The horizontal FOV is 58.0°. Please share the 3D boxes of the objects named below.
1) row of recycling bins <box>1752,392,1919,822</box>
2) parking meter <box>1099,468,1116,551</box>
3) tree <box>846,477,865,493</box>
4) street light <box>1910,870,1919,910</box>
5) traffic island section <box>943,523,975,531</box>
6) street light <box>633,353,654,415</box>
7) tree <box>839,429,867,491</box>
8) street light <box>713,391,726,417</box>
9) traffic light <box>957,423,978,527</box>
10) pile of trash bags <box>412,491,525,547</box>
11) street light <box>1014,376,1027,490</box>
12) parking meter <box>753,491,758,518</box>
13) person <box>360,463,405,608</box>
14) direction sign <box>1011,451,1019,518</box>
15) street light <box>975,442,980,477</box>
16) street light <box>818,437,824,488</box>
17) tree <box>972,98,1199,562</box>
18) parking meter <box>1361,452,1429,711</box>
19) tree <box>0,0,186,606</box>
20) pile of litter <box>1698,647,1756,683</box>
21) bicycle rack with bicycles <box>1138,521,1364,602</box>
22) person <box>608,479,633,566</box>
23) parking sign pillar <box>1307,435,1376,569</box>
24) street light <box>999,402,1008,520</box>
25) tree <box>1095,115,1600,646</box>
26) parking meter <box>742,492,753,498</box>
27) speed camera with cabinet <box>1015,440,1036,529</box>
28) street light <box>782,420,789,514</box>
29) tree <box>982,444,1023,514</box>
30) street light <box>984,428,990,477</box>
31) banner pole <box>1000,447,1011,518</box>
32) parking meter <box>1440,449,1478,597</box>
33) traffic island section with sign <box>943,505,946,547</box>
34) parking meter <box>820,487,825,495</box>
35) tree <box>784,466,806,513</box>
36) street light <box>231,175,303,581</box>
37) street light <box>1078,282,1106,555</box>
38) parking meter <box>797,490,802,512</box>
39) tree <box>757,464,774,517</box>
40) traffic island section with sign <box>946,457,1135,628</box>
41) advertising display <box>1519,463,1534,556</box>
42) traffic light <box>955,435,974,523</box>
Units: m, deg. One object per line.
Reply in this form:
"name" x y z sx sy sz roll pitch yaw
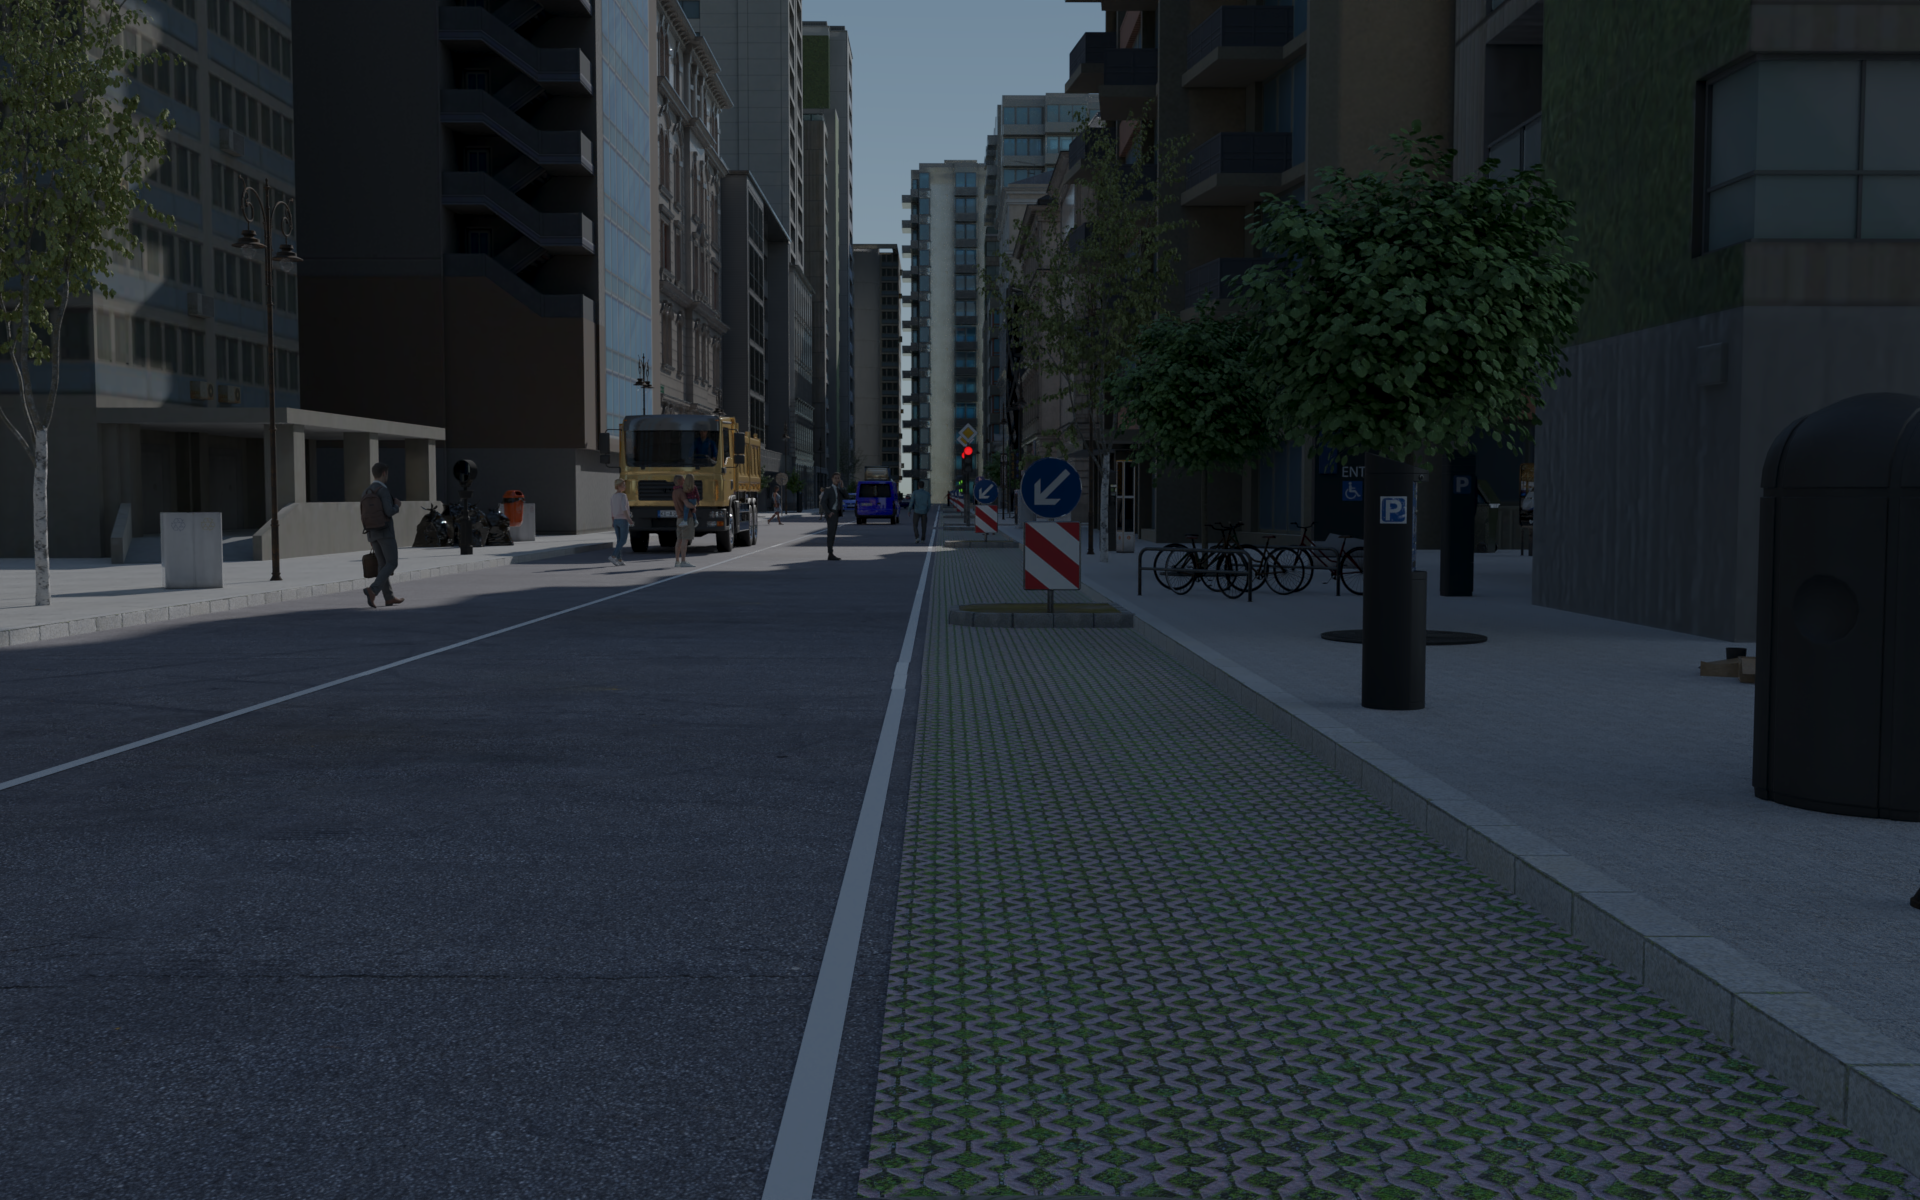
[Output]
"row of recycling bins" 5.119 -0.017 7.388 3.534 1.692 1.069 -1 4 -12
"parking meter" 3.343 -2.029 38.891 0.255 1.863 0.399 -2 4 -35
"tree" -12.037 -12.302 195.738 1.663 3.219 1.824 0 3 0
"street light" 3.047 -1.982 5.189 0.468 5.910 1.993 0 4 -1
"traffic island section" 0.344 -2.828 68.512 2.009 0.180 2.903 0 4 -1
"street light" -10.381 -5.150 56.996 0.468 5.910 1.993 0 4 -1
"tree" -12.459 -14.712 190.904 4.360 8.622 3.978 0 3 0
"street light" -10.619 -6.343 76.499 0.468 5.910 1.993 0 4 -1
"traffic light" 0.304 -4.861 68.398 0.839 4.253 0.868 0 4 -1
"pile of trash bags" -11.951 -2.042 43.141 1.912 1.369 3.447 1 4 20
"street light" 2.382 -5.827 68.055 0.468 5.910 1.993 0 4 -1
"parking meter" -10.735 -5.006 90.251 0.372 1.533 0.369 0 3 0
"person" -7.380 -0.828 22.007 0.622 1.834 0.822 2 4 27
"direction sign" 2.895 -6.059 91.067 0.379 3.537 0.876 -2 4 -25
"street light" 1.546 -10.881 150.696 0.468 5.910 1.993 0 4 -1
"street light" -11.295 -10.251 140.384 0.468 5.910 1.993 0 4 -1
"tree" 2.607 -5.028 32.576 4.737 8.622 4.395 0 3 0
"parking meter" 2.611 -0.121 10.396 0.372 1.533 0.369 0 3 0
"tree" -10.766 -4.251 19.866 4.737 8.622 4.395 0 3 0
"pile of litter" 5.841 0.132 11.800 1.176 0.858 1.719 -1 4 -12
"bicycle rack with bicycles" 3.508 -0.529 22.034 2.852 0.926 2.925 -3 5 -41
"person" -6.788 -1.548 34.477 0.731 1.740 0.598 2 4 31
"parking sign pillar" 6.846 -2.561 30.338 1.447 3.967 1.447 0 4 4
"street light" 2.177 -6.974 86.821 0.468 5.910 1.993 0 4 -1
"tree" 3.862 -1.923 15.161 4.285 4.588 4.351 0 3 0
"parking meter" -10.491 -4.685 85.014 0.372 1.533 0.369 0 3 0
"speed camera with cabinet" 2.459 -4.275 64.238 0.660 3.252 2.038 0 4 -8
"street light" -10.932 -8.315 108.736 0.468 5.910 1.993 0 4 -1
"tree" 3.097 -7.921 113.225 4.285 4.588 4.351 0 3 0
"street light" 1.857 -8.946 119.047 0.468 5.910 1.993 0 4 -1
"banner pole" 2.473 -6.268 92.493 0.863 3.779 0.401 3 4 36
"parking meter" 6.257 -0.979 21.725 0.399 1.863 0.255 0 4 -5
"traffic island section with sign" 0.576 -2.328 46.697 1.989 1.847 2.006 0 4 -1
"parking meter" -10.932 -8.081 137.840 0.255 1.863 0.399 1 4 14
"tree" -11.334 -7.641 119.533 1.663 3.219 1.824 0 3 0
"street light" -10.145 -3.225 25.518 0.468 5.910 1.993 0 4 -1
"street light" 2.777 -3.904 36.623 0.468 5.910 1.993 0 4 -1
"parking meter" -11.527 -7.255 124.333 0.255 1.863 0.399 2 4 35
"tree" -11.324 -6.165 95.398 1.663 3.219 1.824 0 3 0
"traffic island section with sign" 0.866 -0.655 19.340 1.989 1.847 2.006 0 4 -1
"advertising display" 11.902 -1.865 35.712 0.123 1.923 0.974 -1 4 -22
"traffic light" 0.221 -5.349 76.383 0.839 4.253 0.868 0 4 -1
